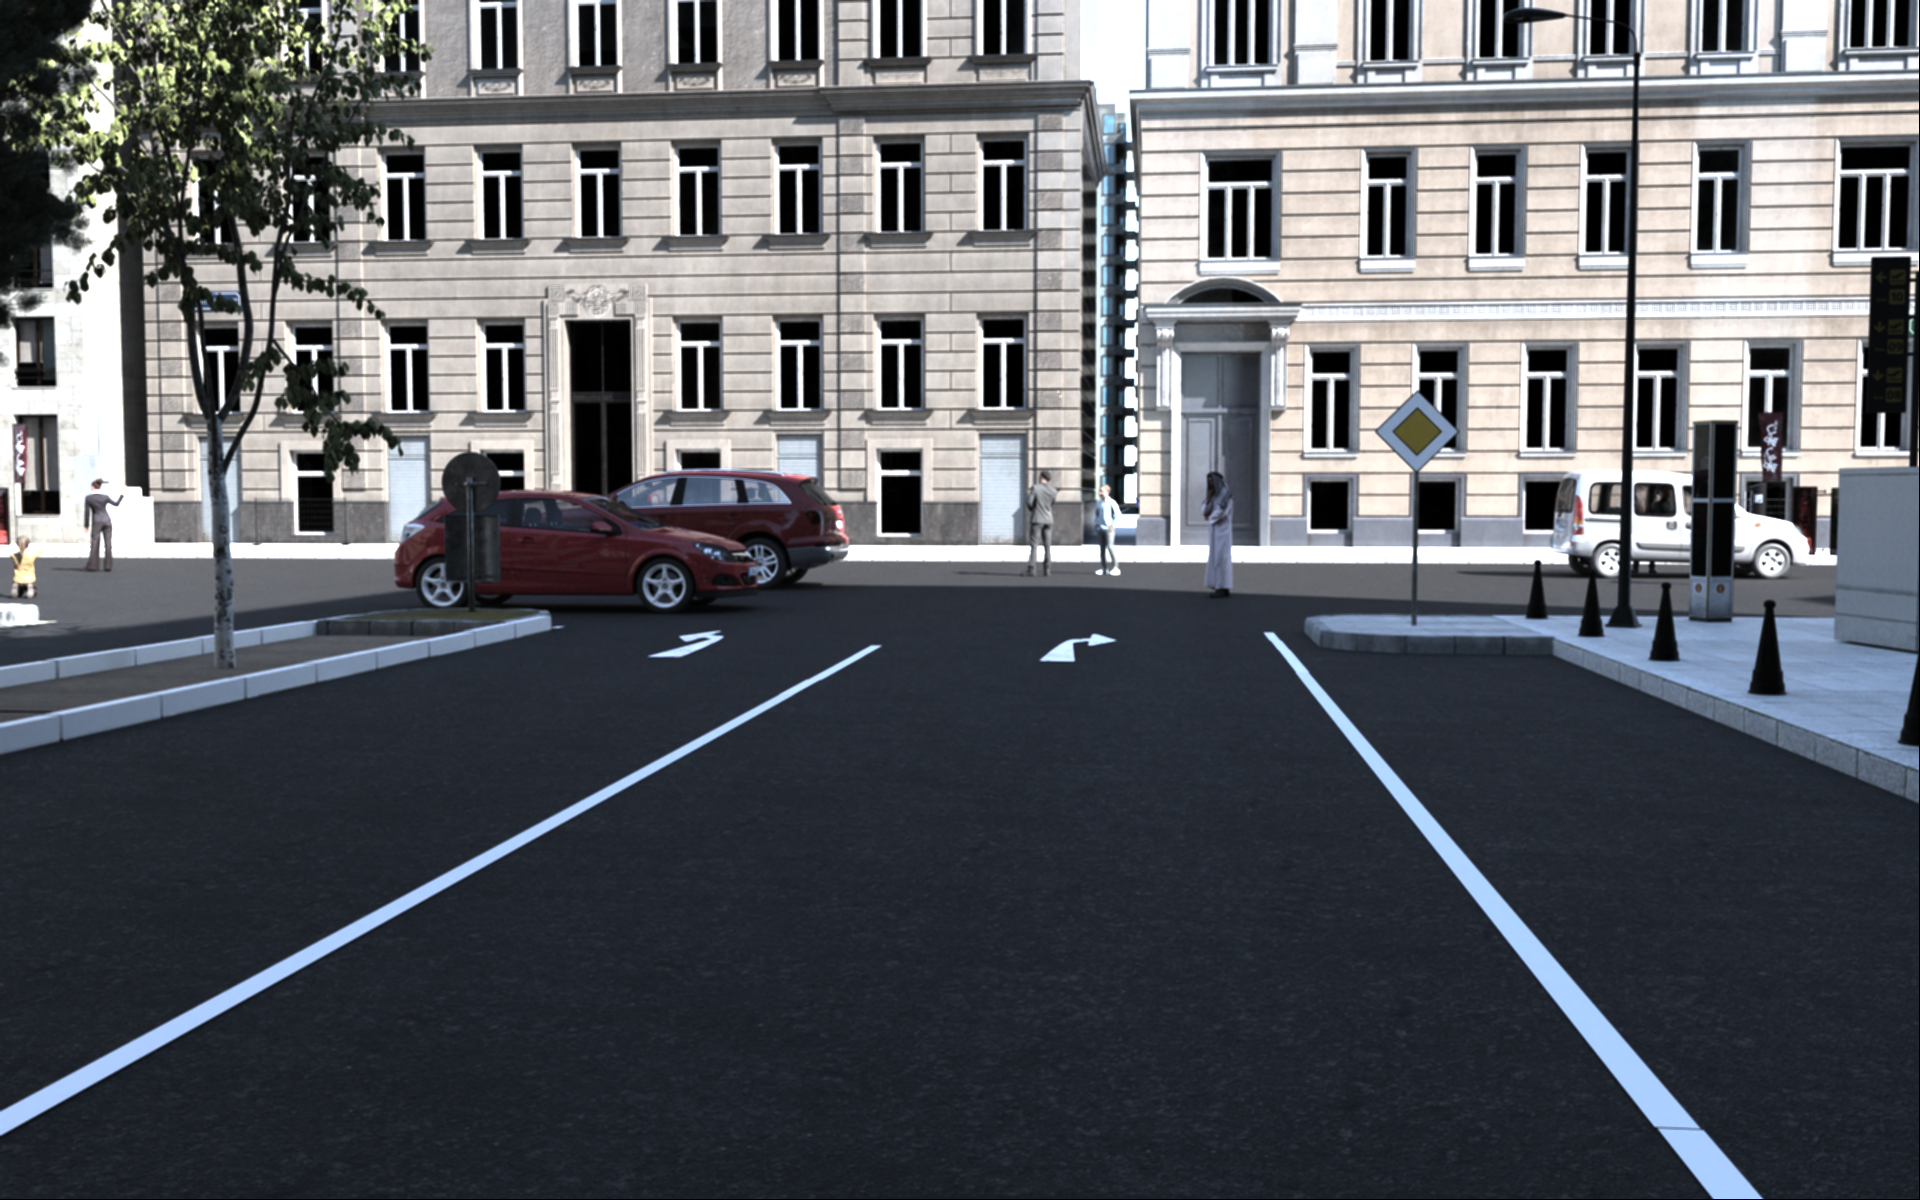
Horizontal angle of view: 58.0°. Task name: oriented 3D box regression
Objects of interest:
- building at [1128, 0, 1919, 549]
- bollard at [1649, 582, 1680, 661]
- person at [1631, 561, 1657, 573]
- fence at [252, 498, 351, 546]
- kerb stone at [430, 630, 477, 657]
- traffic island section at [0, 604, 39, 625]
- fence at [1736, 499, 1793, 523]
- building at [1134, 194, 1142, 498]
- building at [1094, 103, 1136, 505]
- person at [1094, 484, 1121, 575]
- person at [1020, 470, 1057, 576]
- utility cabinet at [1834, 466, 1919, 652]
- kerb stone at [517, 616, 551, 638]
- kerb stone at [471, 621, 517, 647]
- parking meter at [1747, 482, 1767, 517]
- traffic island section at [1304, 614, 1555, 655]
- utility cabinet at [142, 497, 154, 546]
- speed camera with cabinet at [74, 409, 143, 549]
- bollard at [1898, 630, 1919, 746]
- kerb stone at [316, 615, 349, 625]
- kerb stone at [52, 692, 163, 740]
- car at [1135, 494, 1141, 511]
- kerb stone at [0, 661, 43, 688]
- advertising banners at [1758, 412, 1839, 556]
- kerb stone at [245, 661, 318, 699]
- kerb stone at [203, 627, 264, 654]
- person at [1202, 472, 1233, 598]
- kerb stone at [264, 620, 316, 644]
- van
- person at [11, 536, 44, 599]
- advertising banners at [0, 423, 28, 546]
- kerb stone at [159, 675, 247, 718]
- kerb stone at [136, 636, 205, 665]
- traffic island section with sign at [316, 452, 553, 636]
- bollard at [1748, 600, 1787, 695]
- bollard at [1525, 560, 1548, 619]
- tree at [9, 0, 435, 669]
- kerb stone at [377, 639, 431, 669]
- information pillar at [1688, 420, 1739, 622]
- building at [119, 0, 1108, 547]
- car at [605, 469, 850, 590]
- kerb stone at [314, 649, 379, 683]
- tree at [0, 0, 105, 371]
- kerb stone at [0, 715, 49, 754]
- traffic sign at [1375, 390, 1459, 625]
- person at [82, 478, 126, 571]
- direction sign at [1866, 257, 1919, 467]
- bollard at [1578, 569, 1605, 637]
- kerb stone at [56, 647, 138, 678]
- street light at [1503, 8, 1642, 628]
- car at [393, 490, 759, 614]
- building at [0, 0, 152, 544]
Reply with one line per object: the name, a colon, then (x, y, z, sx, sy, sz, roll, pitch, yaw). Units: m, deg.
building: (14.651, -15.940, 46.527, 20.117, 28.700, 13.634, 0, 4, 6)
bollard: (5.449, 0.163, 13.379, 0.229, 0.601, 0.229, 0, 3, 0)
person: (12.506, -1.381, 31.610, 0.617, 1.759, 0.750, 1, 4, 23)
fence: (-16.423, -1.955, 43.168, 2.264, 1.192, 0.480, -1, 4, -14)
kerb stone: (-4.649, 0.406, 15.683, 0.120, 0.150, 1.000, 0, 4, 6)
traffic island section: (-11.477, 0.216, 18.750, 2.009, 0.180, 2.903, 0, 4, 6)
fence: (18.186, -1.731, 39.506, 2.264, 1.192, 0.480, 0, 4, -4)
building: (31.998, -35.763, 208.432, 21.600, 48.544, 21.300, 0, 4, 6)
building: (6.258, -36.258, 212.431, 30.456, 49.044, 23.786, 0, 4, 6)
person: (2.599, -1.263, 30.956, 0.330, 1.601, 0.589, -3, 4, -37)
person: (1.368, -1.350, 30.376, 0.655, 1.846, 0.447, -2, 4, -28)
utility cabinet: (7.787, -0.352, 14.434, 0.318, 1.500, 1.173, 0, 4, -3)
kerb stone: (-4.420, 0.273, 17.729, 0.120, 0.150, 1.000, 0, 4, 6)
kerb stone: (-4.538, 0.336, 16.709, 0.120, 0.150, 1.000, 0, 4, 6)
parking meter: (16.694, -1.707, 36.312, 0.372, 1.533, 0.369, 0, 3, 0)
traffic island section: (4.463, 0.325, 16.960, 2.009, 0.180, 2.903, 0, 4, 6)
utility cabinet: (-20.286, -1.944, 42.946, 0.306, 1.237, 1.020, -1, 4, -9)
speed camera with cabinet: (-20.117, -2.849, 40.921, 0.660, 3.252, 2.038, 0, 4, 2)
bollard: (4.945, 0.438, 8.874, 0.229, 0.601, 0.229, 0, 3, 0)
kerb stone: (-6.508, 0.267, 17.954, 0.120, 0.150, 1.000, 0, 4, 6)
kerb stone: (-5.223, 0.711, 10.576, 0.120, 0.150, 1.000, 0, 4, 6)
car: (15.456, -8.211, 143.847, 1.945, 1.707, 3.694, 0, 4, 7)
kerb stone: (-7.087, 0.576, 12.858, 0.120, 0.150, 1.000, 0, 4, 6)
advertising banners: (17.821, -2.462, 36.448, 2.074, 3.025, 0.090, 3, 5, 45)
kerb stone: (-4.993, 0.588, 12.622, 0.120, 0.150, 1.000, 0, 4, 6)
kerb stone: (-6.739, 0.384, 15.917, 0.120, 0.150, 1.000, 0, 4, 6)
person: (3.586, -0.917, 24.159, 0.621, 1.740, 0.551, -3, 5, -40)
kerb stone: (-6.621, 0.322, 16.935, 0.120, 0.150, 1.000, 0, 4, 6)
van: (12.461, -1.408, 30.027, 4.112, 2.044, 2.013, 0, 4, 5)
person: (-12.960, -0.465, 24.028, 0.347, 0.859, 0.695, -1, 4, -18)
advertising banners: (-23.926, -2.874, 43.176, 2.074, 3.025, 0.090, 2, 4, 24)
kerb stone: (-5.111, 0.649, 11.594, 0.120, 0.150, 1.000, 0, 4, 6)
kerb stone: (-6.850, 0.449, 14.899, 0.120, 0.150, 1.000, 0, 4, 6)
traffic island section with sign: (-5.401, -0.622, 18.305, 2.006, 1.907, 1.989, 0, 4, 6)
bollard: (5.198, 0.300, 11.134, 0.229, 0.601, 0.229, 0, 3, 0)
bollard: (5.959, -0.112, 17.876, 0.229, 0.601, 0.229, 0, 3, 0)
tree: (-6.012, -3.724, 13.700, 4.737, 8.622, 4.395, 0, 3, 0)
kerb stone: (-4.768, 0.463, 14.665, 0.120, 0.150, 1.000, 0, 4, 6)
information pillar: (7.574, -0.791, 17.422, 0.304, 2.012, 0.304, -1, 4, -13)
building: (-8.443, -15.362, 48.430, 25.104, 27.353, 12.463, 0, 4, 6)
car: (-4.386, -1.121, 26.995, 5.304, 1.827, 2.281, 0, 4, 6)
kerb stone: (-4.881, 0.523, 13.647, 0.120, 0.150, 1.000, 0, 4, 6)
tree: (-6.935, -5.096, 7.828, 6.751, 12.117, 7.091, 0, 3, 0)
kerb stone: (-5.338, 0.775, 9.552, 0.120, 0.150, 1.000, 0, 4, 6)
traffic sign: (4.439, -0.810, 16.886, 0.795, 2.450, 0.064, 0, 4, 6)
person: (-15.942, -1.406, 32.287, 0.445, 1.727, 0.742, 2, 4, 26)
direction sign: (9.147, -1.505, 16.603, 0.876, 3.537, 0.379, 0, 4, 6)
bollard: (5.704, 0.025, 15.631, 0.229, 0.601, 0.229, 0, 3, 0)
kerb stone: (-6.963, 0.509, 13.881, 0.120, 0.150, 1.000, 0, 4, 6)
street light: (5.894, -2.699, 16.673, 1.470, 5.913, 1.316, 0, 4, 6)
car: (-4.747, -0.772, 21.658, 4.494, 1.783, 2.155, 0, 4, 5)
building: (-30.005, -11.928, 49.774, 16.860, 20.320, 10.420, 0, 4, 6)
